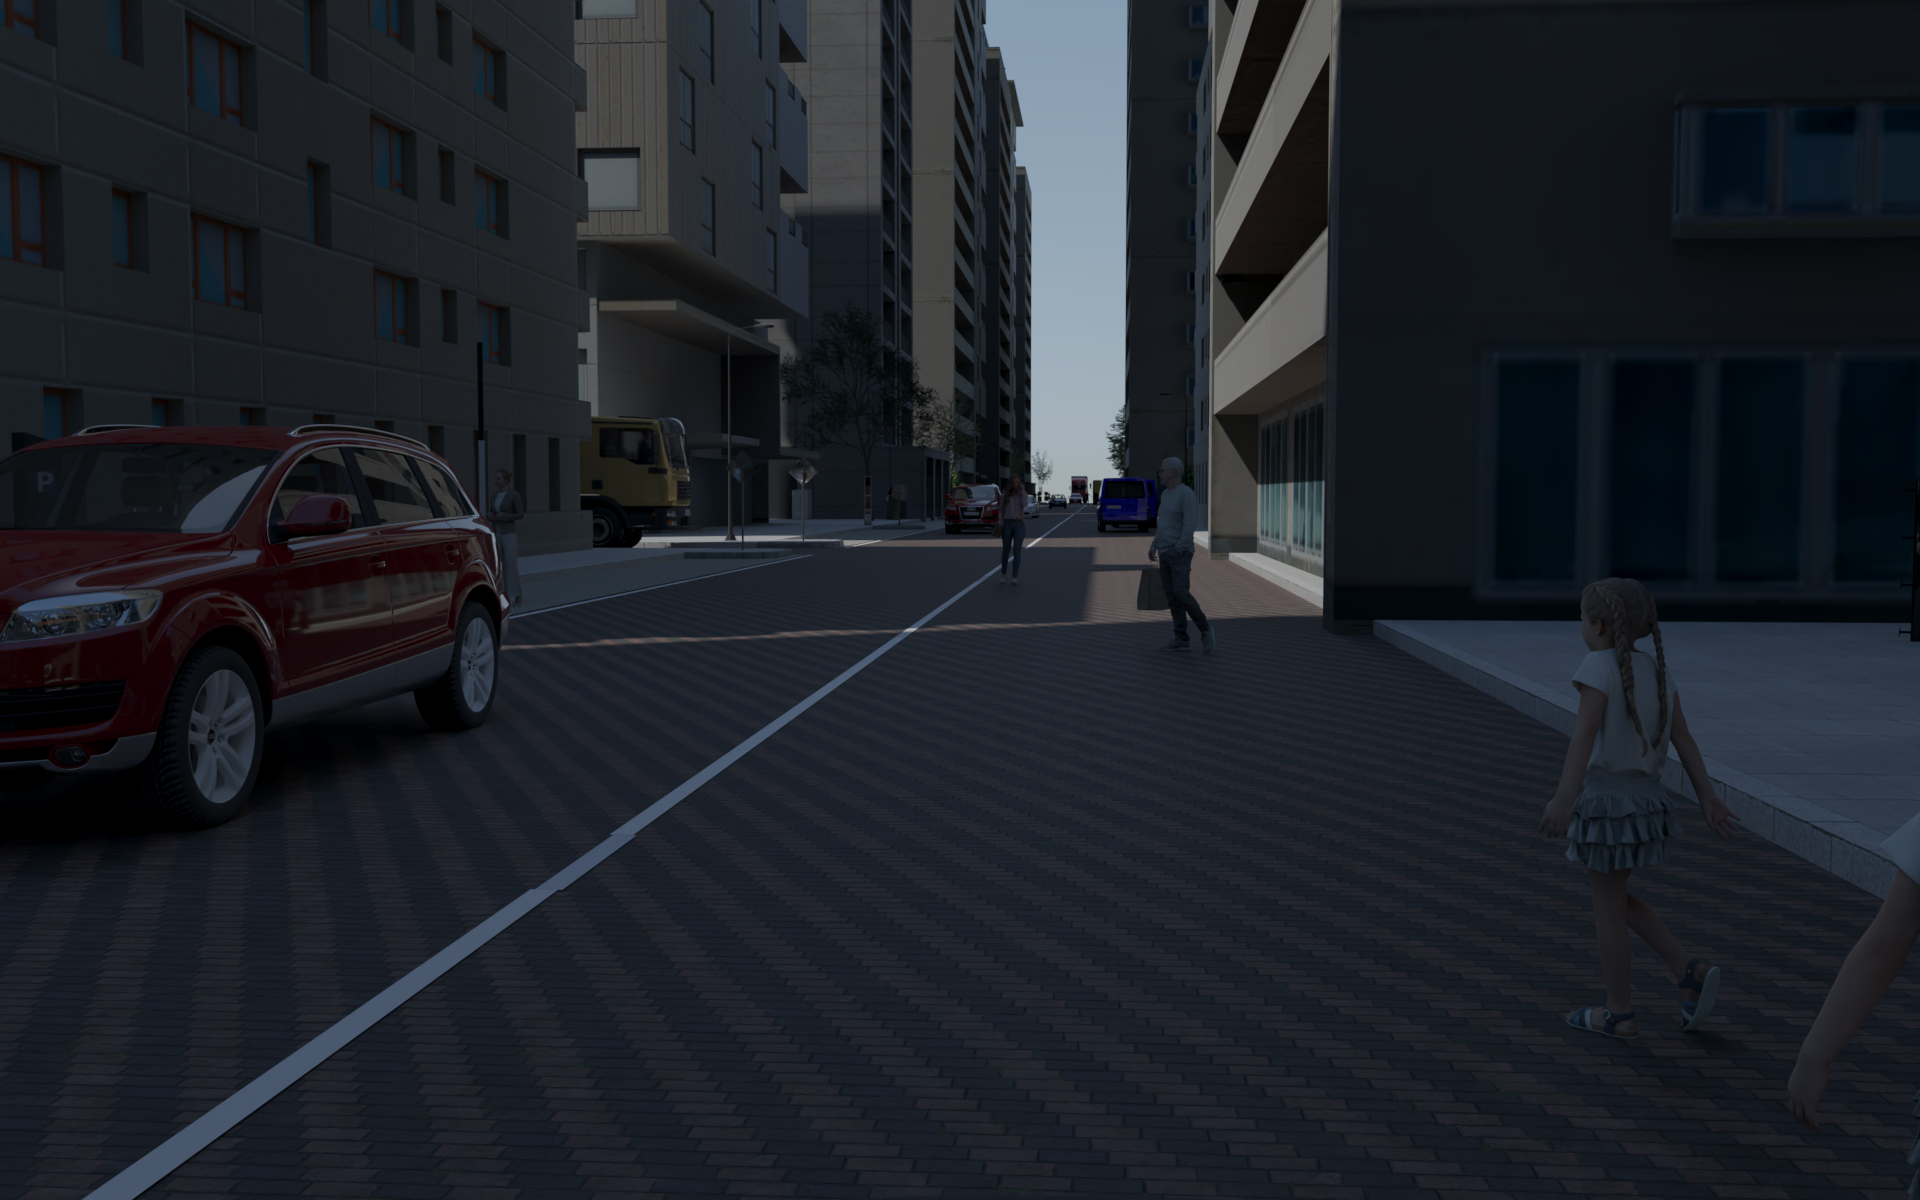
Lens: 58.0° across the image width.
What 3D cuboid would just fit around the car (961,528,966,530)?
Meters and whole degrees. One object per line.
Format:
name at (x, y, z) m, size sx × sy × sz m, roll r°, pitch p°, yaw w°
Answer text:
car at (0.958, -3.725, 71.131) m, size 2.015 × 1.641 × 3.980 m, roll 0°, pitch 4°, yaw 3°

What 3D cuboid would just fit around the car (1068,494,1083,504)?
car at (15.982, -14.098, 239.536) m, size 2.155 × 1.783 × 4.494 m, roll 0°, pitch 4°, yaw 5°

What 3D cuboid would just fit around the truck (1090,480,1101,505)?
truck at (19.199, -14.548, 233.782) m, size 3.469 × 3.379 × 9.791 m, roll 0°, pitch 4°, yaw 5°

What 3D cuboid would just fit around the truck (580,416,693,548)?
truck at (-10.914, -2.923, 43.721) m, size 9.791 × 3.379 × 3.469 m, roll 0°, pitch 4°, yaw 3°

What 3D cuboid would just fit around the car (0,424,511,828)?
car at (-4.055, -0.031, 9.176) m, size 2.281 × 1.827 × 5.304 m, roll 0°, pitch 4°, yaw 4°

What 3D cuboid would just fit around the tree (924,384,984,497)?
tree at (-0.601, -10.152, 116.355) m, size 4.360 × 8.622 × 3.978 m, roll 0°, pitch 3°, yaw 0°

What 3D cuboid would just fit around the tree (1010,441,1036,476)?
tree at (5.285, -15.224, 199.272) m, size 4.737 × 8.622 × 4.395 m, roll 0°, pitch 3°, yaw 0°

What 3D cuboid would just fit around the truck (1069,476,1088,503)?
truck at (18.658, -17.238, 270.759) m, size 2.839 × 4.237 × 11.283 m, roll 0°, pitch 4°, yaw 5°

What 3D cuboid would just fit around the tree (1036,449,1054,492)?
tree at (13.188, -20.252, 281.476) m, size 4.737 × 8.622 × 4.395 m, roll 0°, pitch 3°, yaw 0°

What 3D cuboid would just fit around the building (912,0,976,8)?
building at (-10.195, -31.167, 133.288) m, size 21.300 × 48.544 × 21.600 m, roll 0°, pitch 4°, yaw 5°

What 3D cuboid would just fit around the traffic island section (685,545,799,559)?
traffic island section at (-4.961, -1.047, 39.407) m, size 2.009 × 0.180 × 2.903 m, roll 0°, pitch 4°, yaw 5°

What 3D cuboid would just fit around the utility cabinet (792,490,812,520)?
utility cabinet at (-7.876, -4.745, 86.266) m, size 1.173 × 1.500 × 0.318 m, roll 3°, pitch 5°, yaw 43°

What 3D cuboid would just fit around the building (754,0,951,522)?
building at (-11.120, -40.292, 97.026) m, size 20.563 × 71.187 × 20.611 m, roll 0°, pitch 4°, yaw 5°

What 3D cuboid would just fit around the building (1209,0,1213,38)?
building at (19.338, -26.501, 83.399) m, size 14.600 × 45.320 × 14.200 m, roll 0°, pitch 4°, yaw 5°

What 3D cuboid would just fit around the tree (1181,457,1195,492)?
tree at (13.029, -6.388, 99.044) m, size 1.663 × 3.219 × 1.824 m, roll 0°, pitch 3°, yaw 0°

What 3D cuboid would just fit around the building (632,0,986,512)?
building at (-11.720, -34.779, 157.868) m, size 28.713 × 52.752 × 27.495 m, roll 0°, pitch 4°, yaw 5°

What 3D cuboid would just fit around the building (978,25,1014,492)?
building at (-5.867, -34.153, 182.108) m, size 21.300 × 48.544 × 21.600 m, roll 0°, pitch 4°, yaw 5°

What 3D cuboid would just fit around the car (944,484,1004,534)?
car at (0.619, -3.380, 63.939) m, size 2.281 × 1.827 × 5.304 m, roll 0°, pitch 4°, yaw 5°

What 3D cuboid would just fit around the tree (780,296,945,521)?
tree at (-4.399, -9.009, 81.717) m, size 8.767 × 10.594 × 7.601 m, roll -3°, pitch 5°, yaw -39°

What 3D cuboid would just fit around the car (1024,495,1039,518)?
car at (3.757, -5.606, 104.015) m, size 2.083 × 1.381 × 4.827 m, roll 0°, pitch 4°, yaw 5°

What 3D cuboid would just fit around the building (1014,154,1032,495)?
building at (-1.022, -37.932, 243.897) m, size 21.300 × 48.544 × 21.600 m, roll 0°, pitch 4°, yaw 5°

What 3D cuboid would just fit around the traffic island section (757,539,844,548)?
traffic island section at (-4.307, -1.534, 47.365) m, size 2.009 × 0.180 × 2.903 m, roll 0°, pitch 4°, yaw 5°

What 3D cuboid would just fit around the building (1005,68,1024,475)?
building at (-6.829, -38.558, 219.660) m, size 28.713 × 52.752 × 27.495 m, roll 0°, pitch 4°, yaw 5°

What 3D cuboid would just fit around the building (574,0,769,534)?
building at (-20.599, -28.932, 62.272) m, size 28.713 × 52.752 × 27.495 m, roll 0°, pitch 4°, yaw 5°

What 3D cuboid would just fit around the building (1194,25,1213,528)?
building at (23.453, -13.154, 60.107) m, size 28.899 × 21.520 × 27.650 m, roll 0°, pitch 4°, yaw 5°

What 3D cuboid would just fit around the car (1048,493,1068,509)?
car at (9.742, -9.932, 172.182) m, size 2.009 × 1.686 × 4.222 m, roll 0°, pitch 4°, yaw 5°

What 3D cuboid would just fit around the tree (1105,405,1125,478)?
tree at (20.586, -17.516, 204.506) m, size 7.486 × 12.596 × 7.792 m, roll 0°, pitch 3°, yaw 0°

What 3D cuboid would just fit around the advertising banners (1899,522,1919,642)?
advertising banners at (9.123, -1.124, 14.564) m, size 2.074 × 3.025 × 0.090 m, roll 2°, pitch 4°, yaw 26°

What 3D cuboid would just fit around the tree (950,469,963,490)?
tree at (-0.457, -7.777, 121.757) m, size 1.663 × 3.219 × 1.824 m, roll 0°, pitch 3°, yaw 0°

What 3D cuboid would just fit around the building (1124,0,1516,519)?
building at (21.317, -29.687, 109.077) m, size 21.300 × 48.544 × 21.600 m, roll 0°, pitch 4°, yaw 5°

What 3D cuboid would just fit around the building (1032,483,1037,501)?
building at (-4.473, -35.197, 267.349) m, size 32.217 × 40.220 × 23.993 m, roll 0°, pitch 4°, yaw 5°
